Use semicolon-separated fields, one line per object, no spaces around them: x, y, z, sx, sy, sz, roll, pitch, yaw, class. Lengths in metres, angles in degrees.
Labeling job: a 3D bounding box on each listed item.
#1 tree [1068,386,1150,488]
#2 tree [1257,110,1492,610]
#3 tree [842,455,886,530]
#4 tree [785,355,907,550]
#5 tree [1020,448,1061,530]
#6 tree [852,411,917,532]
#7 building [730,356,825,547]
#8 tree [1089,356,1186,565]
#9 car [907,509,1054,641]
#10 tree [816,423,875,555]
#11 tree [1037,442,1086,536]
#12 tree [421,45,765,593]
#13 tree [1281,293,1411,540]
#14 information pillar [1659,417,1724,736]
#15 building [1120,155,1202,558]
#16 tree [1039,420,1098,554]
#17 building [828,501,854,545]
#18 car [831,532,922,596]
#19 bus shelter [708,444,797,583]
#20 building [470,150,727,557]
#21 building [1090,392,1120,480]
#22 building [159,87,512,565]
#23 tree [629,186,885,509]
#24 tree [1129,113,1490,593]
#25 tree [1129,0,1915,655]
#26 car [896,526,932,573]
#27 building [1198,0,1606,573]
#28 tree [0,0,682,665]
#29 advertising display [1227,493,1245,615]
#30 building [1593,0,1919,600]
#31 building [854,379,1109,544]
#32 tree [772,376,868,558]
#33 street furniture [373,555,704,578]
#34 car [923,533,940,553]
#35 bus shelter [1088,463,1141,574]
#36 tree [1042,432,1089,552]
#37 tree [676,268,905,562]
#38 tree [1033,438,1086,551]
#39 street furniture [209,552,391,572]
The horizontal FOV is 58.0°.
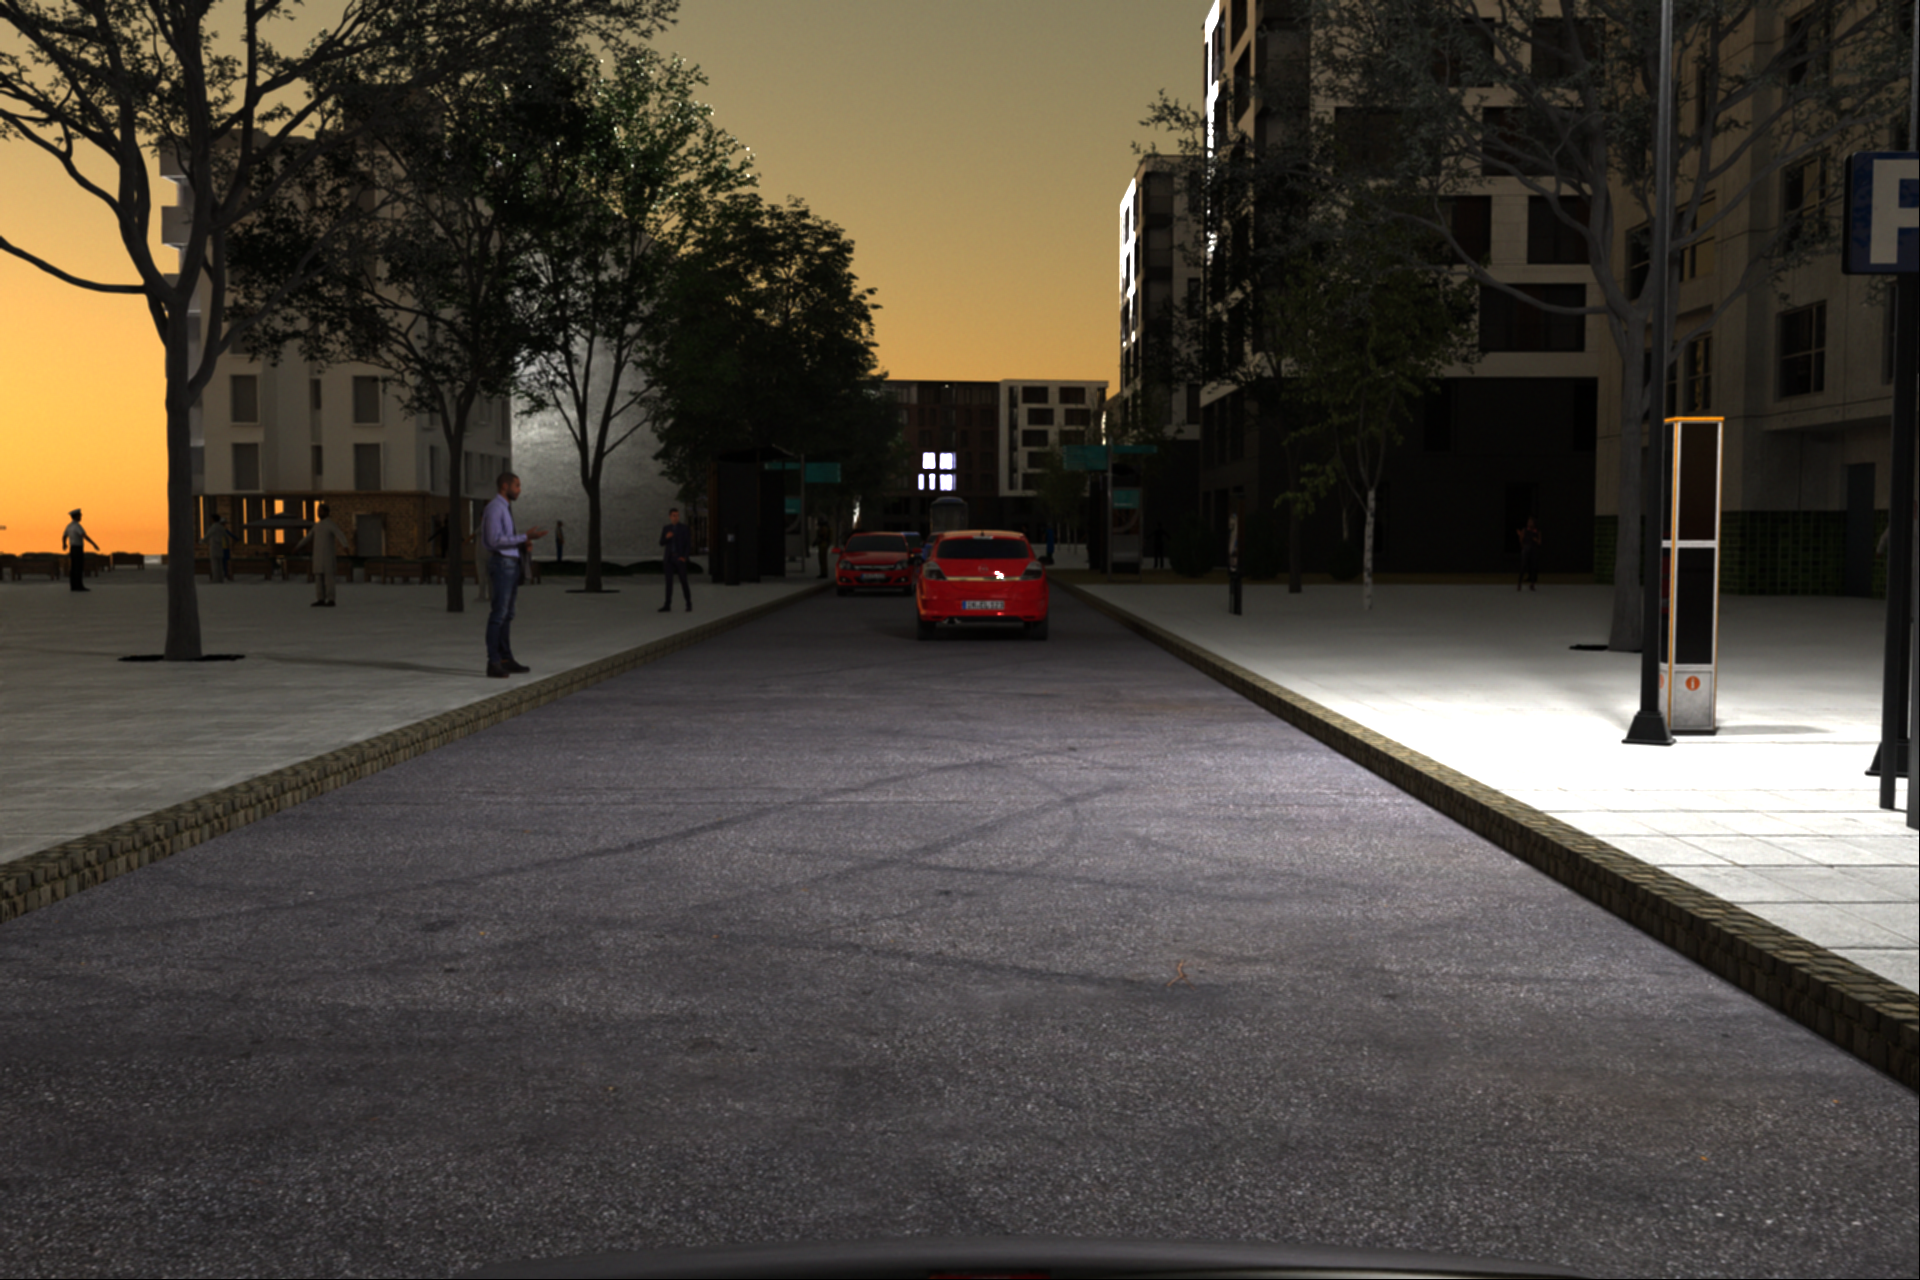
7.128;-8.321;86.410;4.360;8.622;3.978;0;3;0;tree
6.980;-4.838;29.458;4.737;8.622;4.395;0;3;0;tree
-7.505;-10.821;127.280;4.360;8.622;3.978;0;3;0;tree
-8.306;-12.826;116.357;9.857;13.997;8.962;0;3;0;tree
7.808;-12.069;147.694;4.360;8.622;3.978;0;3;0;tree
-7.277;-13.404;144.907;9.928;11.665;9.643;0;3;0;tree
-23.905;-19.546;186.036;16.747;18.905;31.486;0;4;0;building
7.480;-7.430;71.851;4.737;8.622;4.395;0;3;0;tree
0.300;-0.962;24.773;2.155;1.783;4.494;0;3;0;car
-7.353;-9.447;104.828;4.360;8.622;3.978;0;3;0;tree
7.970;-11.469;137.875;4.737;8.622;4.395;0;3;0;tree
-8.001;-6.834;37.494;9.928;11.665;9.643;0;3;0;tree
11.749;-6.236;52.314;4.360;8.622;3.978;0;3;0;tree
4.645;-0.403;11.078;0.304;2.012;0.304;0;4;1;information pillar
23.878;-16.271;110.008;27.936;21.610;32.646;0;3;0;building
7.170;-9.795;110.509;4.737;8.622;4.395;0;3;0;tree
-23.078;-23.475;214.736;19.493;23.208;18.063;0;4;1;building
-1.961;-1.977;41.362;2.155;1.783;4.494;0;4;0;car
-5.728;-3.497;48.454;1.731;3.624;6.357;0;4;1;bus shelter
-24.836;-16.883;106.966;19.493;23.208;18.063;0;4;0;building
26.259;-23.262;211.266;19.493;23.208;18.063;0;3;0;building
-27.703;-13.319;74.184;16.016;20.090;11.380;0;4;1;building
-7.399;-9.665;64.672;9.857;13.997;8.962;0;3;0;tree
7.511;-6.319;37.720;8.767;10.594;7.601;2;4;32;tree
7.397;-6.625;18.687;12.009;13.543;11.850;0;3;0;tree
-1.880;-2.885;56.768;1.945;1.707;3.694;0;4;1;car
23.691;-13.981;72.568;27.936;21.610;32.646;0;3;0;building
-7.903;-6.544;17.372;12.009;13.543;11.850;0;3;0;tree
4.416;-1.376;27.708;0.123;1.923;0.974;0;4;0;advertising display
24.560;-9.890;28.166;16.747;18.905;31.486;0;4;0;building
1.262;-24.090;240.310;32.646;21.610;27.936;-1;4;-10;building
-8.604;-9.740;93.659;7.601;10.594;8.767;-1;4;-11;tree
-13.221;-2.338;53.846;10.072;0.657;5.734;0;4;2;street furniture
-0.809;-4.436;81.572;2.155;1.783;4.494;0;3;0;car
5.040;-4.101;58.328;1.731;3.624;6.357;0;4;1;bus shelter
7.877;-10.707;125.420;4.360;8.622;3.978;0;3;0;tree
-7.694;-10.312;78.979;12.009;13.543;11.850;0;3;0;tree
7.566;-11.116;132.107;4.737;8.622;4.395;0;3;0;tree
-23.985;-2.920;63.372;5.734;0.657;10.072;1;4;13;street furniture
